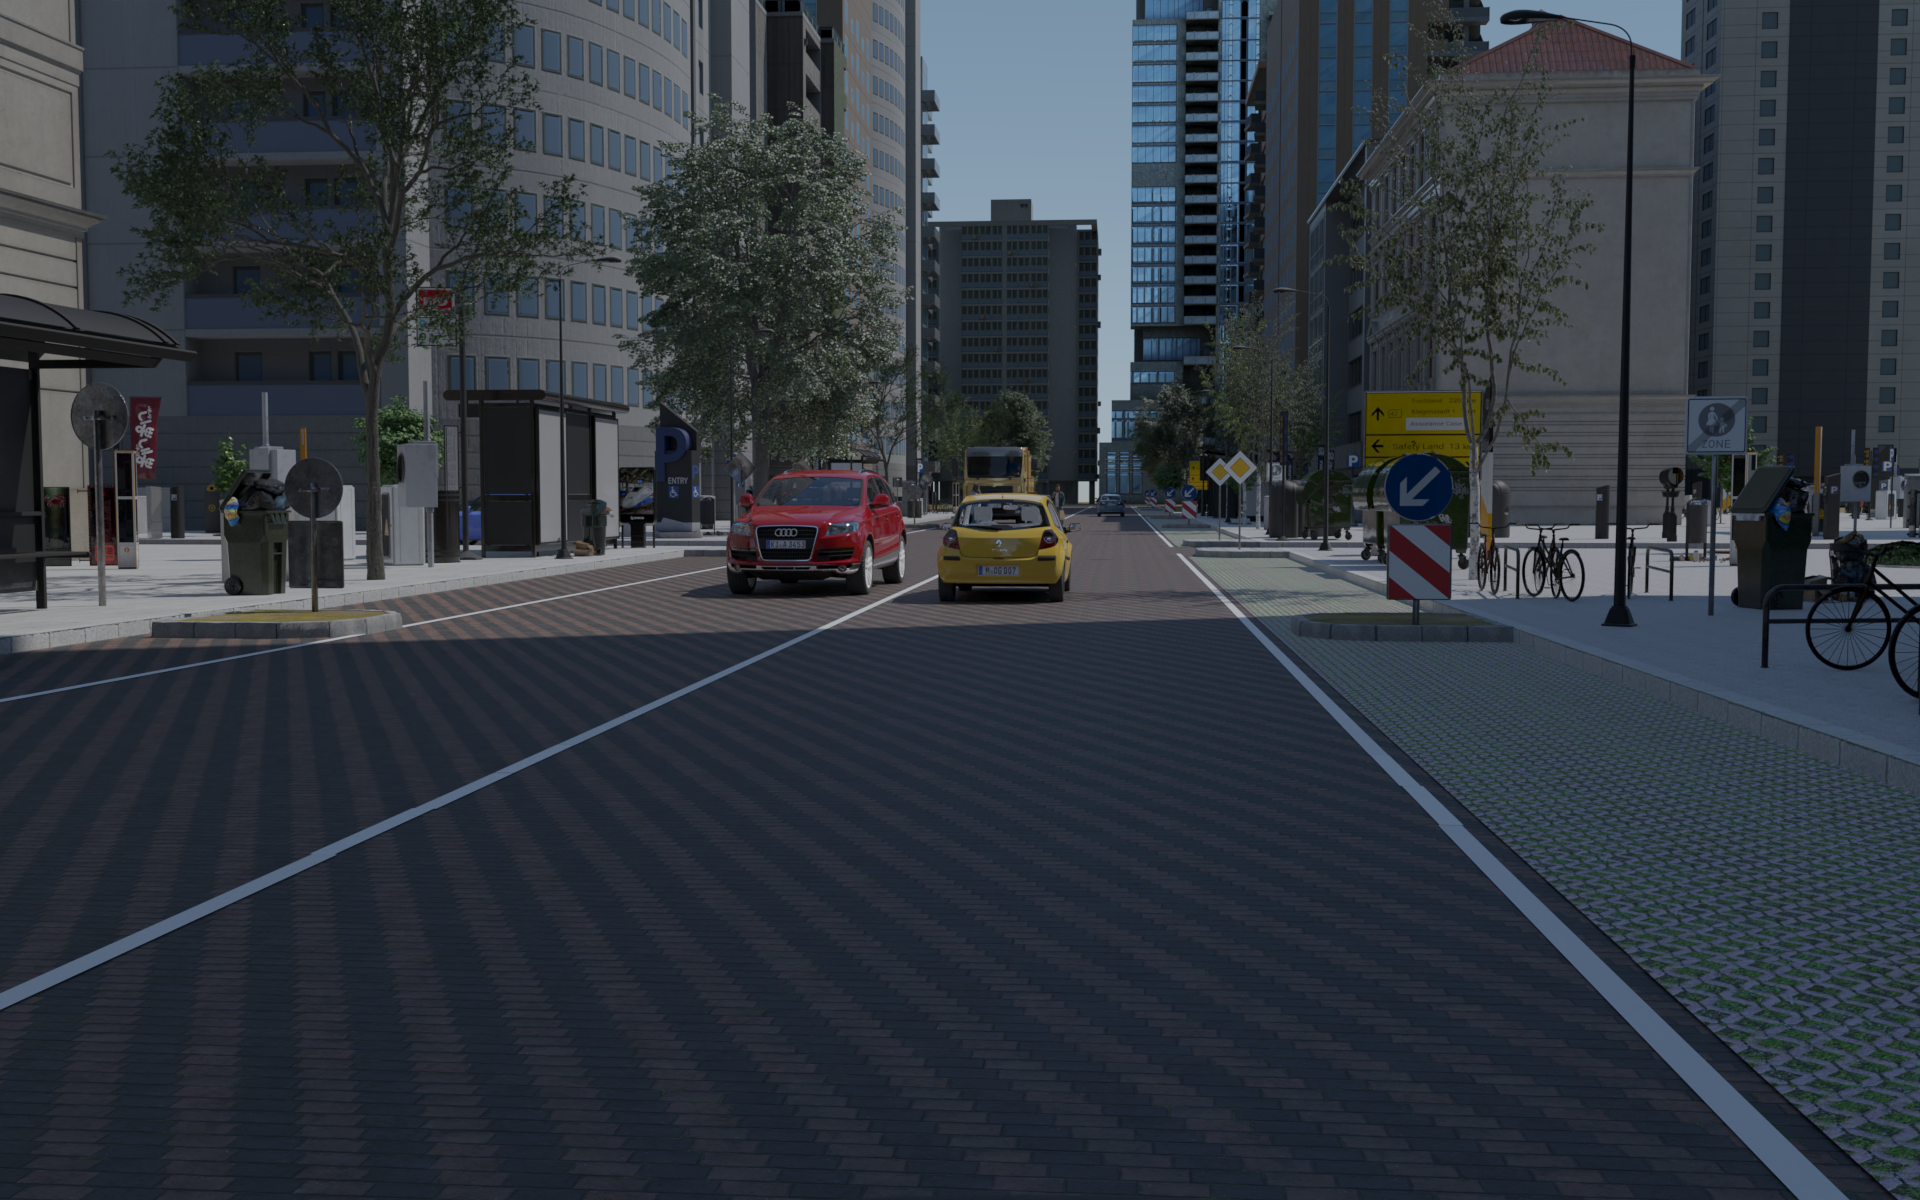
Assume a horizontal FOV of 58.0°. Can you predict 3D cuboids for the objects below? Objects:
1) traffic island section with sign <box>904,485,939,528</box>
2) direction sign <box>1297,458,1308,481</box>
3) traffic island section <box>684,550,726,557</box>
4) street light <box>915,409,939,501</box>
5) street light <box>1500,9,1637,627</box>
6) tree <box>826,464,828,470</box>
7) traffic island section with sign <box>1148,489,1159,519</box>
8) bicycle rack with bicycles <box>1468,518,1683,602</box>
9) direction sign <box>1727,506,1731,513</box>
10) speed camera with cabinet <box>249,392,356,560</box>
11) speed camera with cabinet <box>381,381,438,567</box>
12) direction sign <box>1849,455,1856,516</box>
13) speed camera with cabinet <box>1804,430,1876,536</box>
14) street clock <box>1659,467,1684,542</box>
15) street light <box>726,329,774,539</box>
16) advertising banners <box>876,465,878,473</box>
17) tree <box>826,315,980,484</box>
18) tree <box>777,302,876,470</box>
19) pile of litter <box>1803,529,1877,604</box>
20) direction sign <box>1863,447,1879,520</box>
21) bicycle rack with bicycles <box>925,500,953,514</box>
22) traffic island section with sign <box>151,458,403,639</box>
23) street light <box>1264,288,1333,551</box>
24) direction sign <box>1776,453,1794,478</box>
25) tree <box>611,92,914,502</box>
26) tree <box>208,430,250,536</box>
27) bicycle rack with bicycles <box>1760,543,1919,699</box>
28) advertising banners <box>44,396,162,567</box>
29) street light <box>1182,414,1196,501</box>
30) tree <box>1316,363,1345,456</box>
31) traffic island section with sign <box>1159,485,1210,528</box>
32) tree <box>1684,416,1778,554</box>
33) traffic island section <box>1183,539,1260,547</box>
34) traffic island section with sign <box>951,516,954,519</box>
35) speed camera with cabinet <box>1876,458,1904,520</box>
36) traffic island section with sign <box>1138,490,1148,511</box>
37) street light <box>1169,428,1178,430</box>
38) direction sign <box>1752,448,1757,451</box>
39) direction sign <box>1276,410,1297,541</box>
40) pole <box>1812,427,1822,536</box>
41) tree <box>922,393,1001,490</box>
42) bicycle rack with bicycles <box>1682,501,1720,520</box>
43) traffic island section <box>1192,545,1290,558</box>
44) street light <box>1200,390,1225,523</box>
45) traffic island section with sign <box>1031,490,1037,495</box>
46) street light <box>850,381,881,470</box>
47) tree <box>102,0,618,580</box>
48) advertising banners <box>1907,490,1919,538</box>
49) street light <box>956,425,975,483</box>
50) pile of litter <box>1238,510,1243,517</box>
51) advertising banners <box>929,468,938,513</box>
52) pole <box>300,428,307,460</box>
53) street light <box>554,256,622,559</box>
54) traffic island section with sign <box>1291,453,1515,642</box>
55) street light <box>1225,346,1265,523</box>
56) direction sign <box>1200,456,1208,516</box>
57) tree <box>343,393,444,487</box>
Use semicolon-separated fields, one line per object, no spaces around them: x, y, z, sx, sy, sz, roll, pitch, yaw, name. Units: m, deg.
-1.909;-3.966;73.478;1.989;1.847;2.006;0;4;5;traffic island section with sign
21.745;-7.227;110.154;0.876;3.537;0.379;3;5;43;direction sign
-5.222;-1.148;41.056;2.009;0.180;2.903;0;4;5;traffic island section
-1.820;-7.403;93.573;1.470;5.913;1.316;0;4;5;street light
5.882;-2.704;16.745;1.470;5.913;1.316;0;4;5;street light
-6.933;-6.168;95.442;1.663;3.219;1.824;0;3;0;tree
11.956;-5.564;99.600;1.989;1.847;2.006;0;4;5;traffic island section with sign
7.707;-0.508;21.692;2.852;0.926;2.925;1;4;14;bicycle rack with bicycles
51.497;-7.575;115.844;0.379;3.537;0.876;0;4;-7;direction sign
-12.798;-2.407;33.698;2.038;3.252;0.660;1;4;19;speed camera with cabinet
-9.834;-2.233;30.854;0.660;3.252;2.038;-2;4;-30;speed camera with cabinet
51.376;-6.583;99.628;0.379;3.537;0.876;3;4;37;direction sign
26.765;-3.589;53.009;2.038;3.252;0.660;0;4;-6;speed camera with cabinet
19.138;-2.565;46.504;0.471;2.002;0.358;-1;4;-11;street clock
-5.923;-4.670;48.895;1.470;5.913;1.316;0;4;5;street light
-5.186;-6.693;105.618;0.090;3.025;2.074;-1;4;-11;advertising banners
-3.568;-9.348;87.249;8.767;10.594;7.601;0;3;0;tree
-5.424;-6.979;64.462;4.737;8.622;4.395;0;3;0;tree
10.522;-0.434;21.062;1.719;0.858;1.176;-3;4;-37;pile of litter
44.384;-5.654;84.445;0.379;3.537;0.876;-1;4;-20;direction sign
-1.760;-5.991;111.328;2.852;0.926;2.925;1;4;21;bicycle rack with bicycles
-6.996;-0.581;18.120;1.989;1.847;2.006;0;4;5;traffic island section with sign
7.740;-4.072;39.112;1.470;5.913;1.316;0;4;5;street light
45.954;-6.394;96.540;0.876;3.537;0.379;3;4;39;direction sign
-6.386;-9.154;56.317;9.857;13.997;8.962;0;3;0;tree
-22.312;-3.561;52.829;1.663;3.219;1.824;0;3;0;tree
7.085;0.092;11.874;2.925;0.926;2.852;0;4;-5;bicycle rack with bicycles
-15.324;-2.121;30.872;2.074;3.025;0.090;-1;4;-20;advertising banners
13.542;-7.806;100.174;1.470;5.913;1.316;0;4;5;street light
19.036;-8.891;95.723;4.737;8.622;4.395;0;3;0;tree
9.489;-3.922;72.758;1.989;1.847;2.006;0;4;5;traffic island section with sign
16.778;-2.610;37.275;1.663;3.219;1.824;0;3;0;tree
7.200;-1.569;47.933;2.009;0.180;2.903;0;4;5;traffic island section
0.552;-5.608;100.321;1.989;1.847;2.006;0;4;5;traffic island section with sign
47.172;-5.710;87.690;2.038;3.252;0.660;-2;4;-35;speed camera with cabinet
16.531;-8.601;149.260;1.989;1.847;2.006;0;4;5;traffic island section with sign
15.486;-9.173;122.523;1.470;5.913;1.316;0;4;5;street light
39.081;-5.750;86.016;0.379;3.537;0.876;-3;4;-38;direction sign
8.843;-3.387;47.369;0.379;3.537;0.876;0;4;-2;direction sign
25.973;-3.586;52.470;0.158;3.312;0.155;0;3;0;pole
-0.511;-10.578;123.304;4.737;8.622;4.395;0;3;0;tree
36.701;-4.534;87.505;2.852;0.926;2.925;0;4;3;bicycle rack with bicycles
6.469;-1.083;39.981;2.009;0.180;2.903;0;4;5;traffic island section
11.455;-6.410;77.347;1.470;5.913;1.316;0;4;5;street light
7.667;-10.343;177.730;1.989;1.847;2.006;0;4;5;traffic island section with sign
-3.938;-6.037;71.240;1.470;5.913;1.316;0;4;5;street light
-8.888;-5.558;25.289;8.767;10.594;7.601;1;4;21;tree
28.163;-3.329;50.609;0.090;3.025;2.074;1;4;9;advertising banners
0.284;-8.826;116.839;1.470;5.913;1.316;0;4;5;street light
15.456;-5.125;97.763;1.176;0.858;1.719;-3;5;-40;pile of litter
-1.785;-7.292;115.404;0.090;3.025;2.074;-1;4;-16;advertising banners
-20.228;-3.644;53.418;0.158;3.312;0.155;0;3;0;pole
-7.301;-3.761;34.031;1.470;5.913;1.316;0;4;5;street light
4.429;-0.551;17.644;1.989;1.847;2.006;0;4;5;traffic island section with sign
9.221;-5.004;54.361;1.470;5.913;1.316;0;4;5;street light
14.392;-6.746;102.296;0.379;3.537;0.876;3;4;38;direction sign
-18.220;-4.429;56.132;4.285;4.588;4.351;0;3;0;tree
